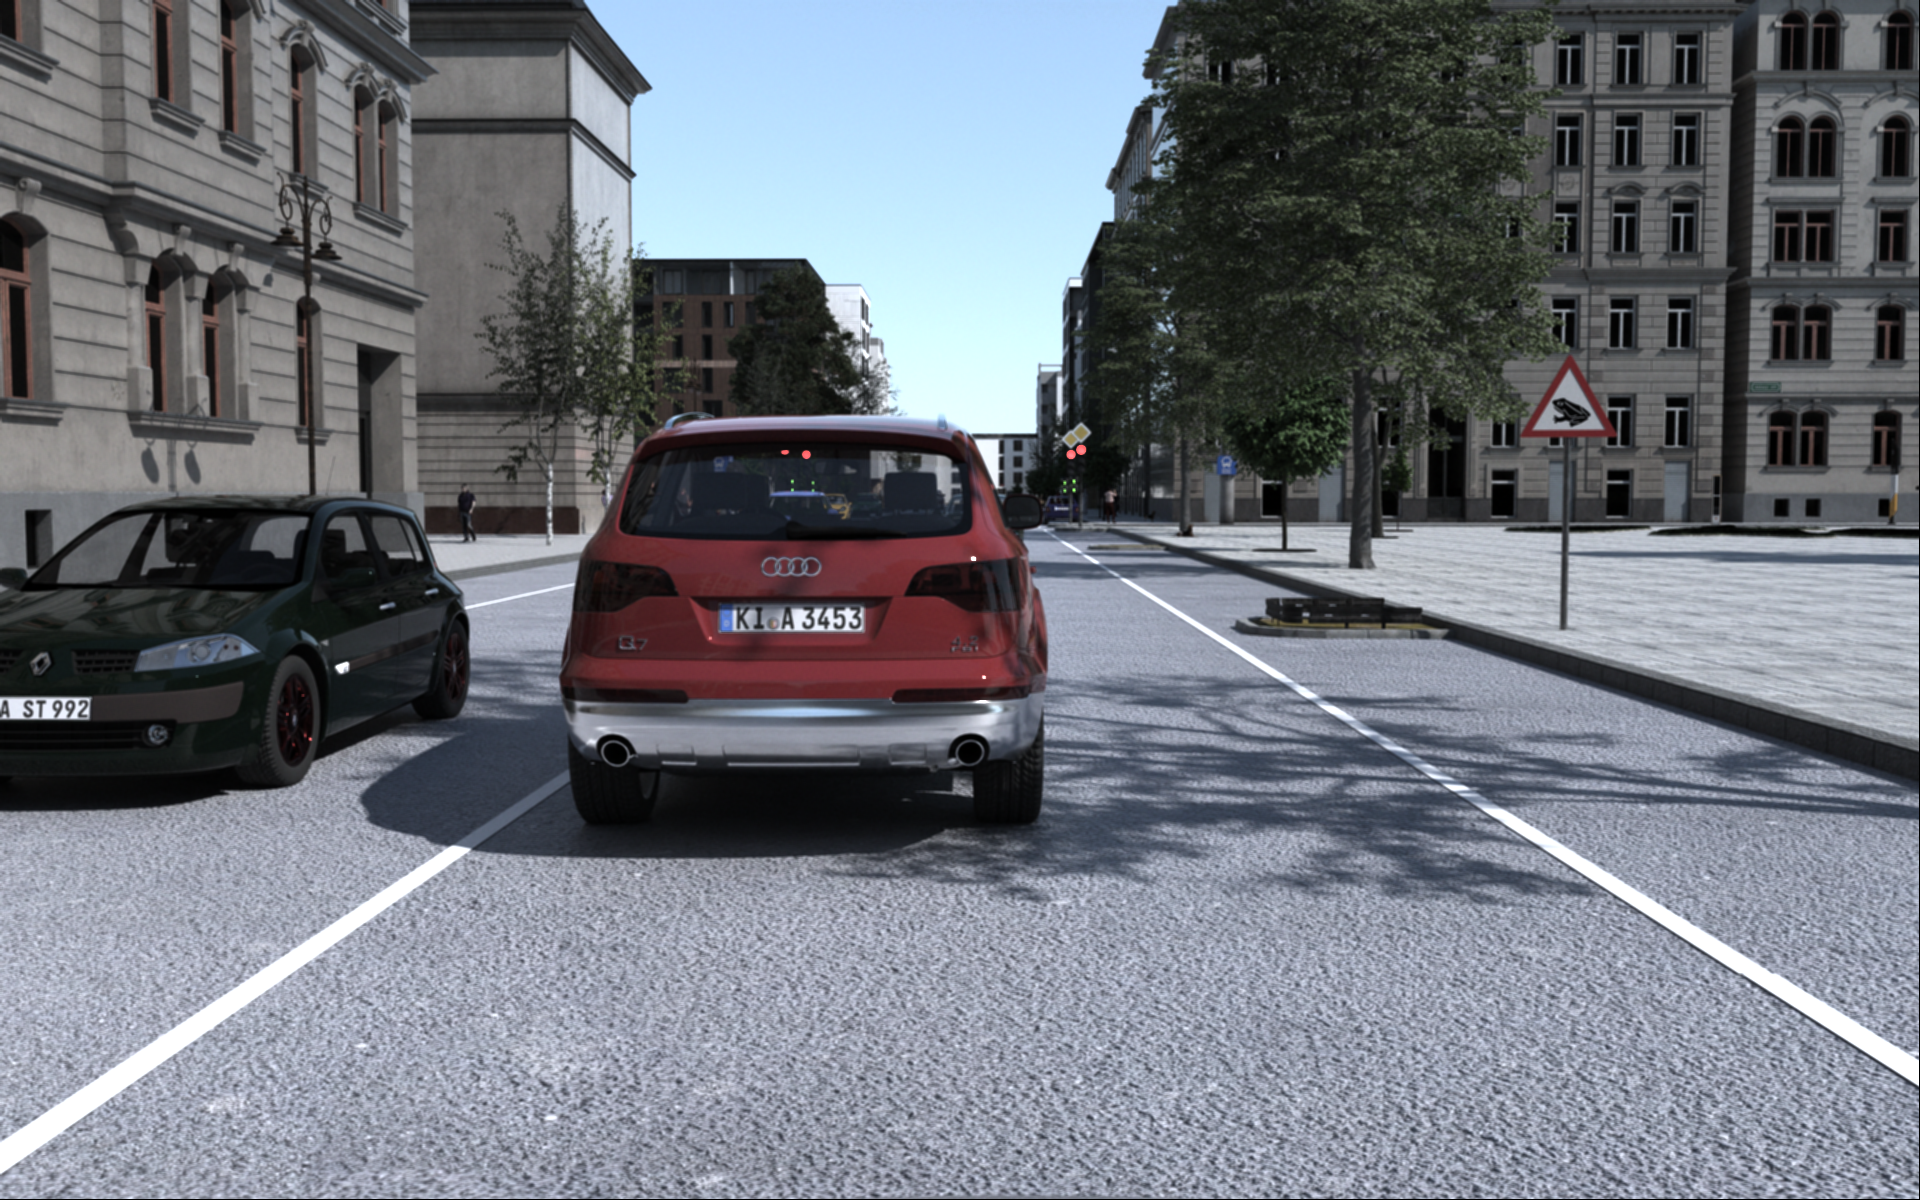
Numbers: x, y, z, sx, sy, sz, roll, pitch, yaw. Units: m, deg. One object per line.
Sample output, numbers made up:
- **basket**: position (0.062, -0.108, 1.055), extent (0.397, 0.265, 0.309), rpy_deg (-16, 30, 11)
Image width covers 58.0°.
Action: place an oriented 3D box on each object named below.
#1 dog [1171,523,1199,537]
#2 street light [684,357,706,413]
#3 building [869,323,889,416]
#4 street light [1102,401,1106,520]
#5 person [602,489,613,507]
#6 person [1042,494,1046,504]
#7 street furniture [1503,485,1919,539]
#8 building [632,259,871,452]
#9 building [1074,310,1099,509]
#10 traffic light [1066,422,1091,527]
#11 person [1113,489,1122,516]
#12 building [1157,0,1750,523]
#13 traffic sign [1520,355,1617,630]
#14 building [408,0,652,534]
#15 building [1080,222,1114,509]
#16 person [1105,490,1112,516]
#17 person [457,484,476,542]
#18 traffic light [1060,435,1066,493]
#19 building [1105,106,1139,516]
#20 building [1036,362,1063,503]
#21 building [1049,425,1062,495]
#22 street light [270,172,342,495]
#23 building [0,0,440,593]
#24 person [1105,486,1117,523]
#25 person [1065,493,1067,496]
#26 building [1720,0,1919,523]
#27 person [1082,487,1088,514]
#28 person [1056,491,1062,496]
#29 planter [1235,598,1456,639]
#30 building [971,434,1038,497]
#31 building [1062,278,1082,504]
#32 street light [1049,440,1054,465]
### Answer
- **dog**: position (6.721, -2.085, 51.830), extent (0.748, 0.427, 0.550), rpy_deg (2, 4, 34)
- **street light**: position (-8.906, -5.234, 58.361), extent (0.468, 5.910, 1.993), rpy_deg (0, 4, 1)
- **building**: position (-16.370, -20.342, 189.014), extent (16.016, 20.091, 11.380), rpy_deg (0, 4, 1)
- **street light**: position (6.995, -6.800, 83.968), extent (0.468, 5.910, 1.993), rpy_deg (0, 4, 1)
- **person**: position (-11.117, -2.793, 54.943), extent (0.697, 1.427, 0.421), rpy_deg (3, 5, 43)
- **person**: position (9.556, -11.665, 196.783), extent (1.348, 1.821, 0.705), rpy_deg (-1, 4, -10)
- **street furniture**: position (30.709, -2.830, 51.304), extent (14.083, 1.986, 27.439), rpy_deg (-2, 4, -30)
- **building**: position (-23.616, -19.749, 166.869), extent (27.936, 21.610, 32.646), rpy_deg (0, 4, 1)
- **building**: position (18.518, -18.407, 157.368), extent (16.016, 20.091, 11.380), rpy_deg (0, 4, 1)
- **traffic light**: position (4.641, -4.746, 66.843), extent (0.839, 4.213, 0.868), rpy_deg (0, 4, 1)
- **person**: position (8.992, -5.583, 99.530), extent (0.569, 1.553, 0.471), rpy_deg (0, 4, -5)
- **building**: position (21.649, -17.389, 81.574), extent (25.104, 27.353, 12.463), rpy_deg (0, 4, 1)
- **traffic sign**: position (5.708, -0.997, 16.308), extent (0.884, 2.594, 0.081), rpy_deg (0, 4, 5)
- **building**: position (-21.094, -11.907, 59.309), extent (19.286, 19.102, 10.561), rpy_deg (0, 4, 1)
- **building**: position (17.230, -19.315, 134.860), extent (14.314, 24.678, 30.058), rpy_deg (0, 4, 1)
- **person**: position (8.770, -5.735, 102.270), extent (0.387, 1.526, 0.523), rpy_deg (3, 5, 42)
- **person**: position (-13.204, -2.345, 46.587), extent (0.471, 1.553, 0.569), rpy_deg (-3, 5, -42)
- **traffic light**: position (4.762, -5.234, 74.827), extent (0.839, 4.213, 0.868), rpy_deg (0, 4, 1)
- **building**: position (16.000, -18.960, 107.264), extent (12.463, 27.353, 25.104), rpy_deg (0, 4, 1)
- **building**: position (16.578, -23.643, 242.980), extent (11.380, 20.091, 16.016), rpy_deg (0, 4, 1)
- **building**: position (15.892, -16.413, 210.501), extent (9.099, 9.664, 28.070), rpy_deg (0, 4, 1)
- **street light**: position (-9.495, -3.212, 25.305), extent (0.468, 5.910, 1.993), rpy_deg (0, 4, 1)
- **building**: position (-18.509, -14.679, 27.383), extent (14.401, 28.519, 23.554), rpy_deg (0, 4, 1)
- **person**: position (6.623, -4.206, 76.271), extent (0.566, 1.644, 0.517), rpy_deg (-2, 4, -24)
- **person**: position (9.373, -9.022, 154.267), extent (0.721, 1.735, 1.217), rpy_deg (1, 4, 10)
- **building**: position (45.989, -18.023, 82.058), extent (23.554, 28.519, 14.401), rpy_deg (0, 4, 1)
- **person**: position (8.079, -6.491, 112.834), extent (0.551, 1.740, 0.621), rpy_deg (0, 4, 6)
- **person**: position (7.579, -7.616, 132.261), extent (0.444, 1.614, 0.593), rpy_deg (-1, 4, -17)
- **planter**: position (3.932, 0.185, 18.118), extent (1.991, 0.319, 1.994), rpy_deg (0, 4, 1)
- **building**: position (-3.182, -18.289, 241.165), extent (28.070, 9.664, 9.099), rpy_deg (0, 4, 1)
- **building**: position (24.457, -20.531, 179.657), extent (27.936, 21.610, 32.646), rpy_deg (0, 4, 1)
- **street light**: position (7.863, -10.778, 148.999), extent (0.468, 5.910, 1.993), rpy_deg (0, 4, 1)
